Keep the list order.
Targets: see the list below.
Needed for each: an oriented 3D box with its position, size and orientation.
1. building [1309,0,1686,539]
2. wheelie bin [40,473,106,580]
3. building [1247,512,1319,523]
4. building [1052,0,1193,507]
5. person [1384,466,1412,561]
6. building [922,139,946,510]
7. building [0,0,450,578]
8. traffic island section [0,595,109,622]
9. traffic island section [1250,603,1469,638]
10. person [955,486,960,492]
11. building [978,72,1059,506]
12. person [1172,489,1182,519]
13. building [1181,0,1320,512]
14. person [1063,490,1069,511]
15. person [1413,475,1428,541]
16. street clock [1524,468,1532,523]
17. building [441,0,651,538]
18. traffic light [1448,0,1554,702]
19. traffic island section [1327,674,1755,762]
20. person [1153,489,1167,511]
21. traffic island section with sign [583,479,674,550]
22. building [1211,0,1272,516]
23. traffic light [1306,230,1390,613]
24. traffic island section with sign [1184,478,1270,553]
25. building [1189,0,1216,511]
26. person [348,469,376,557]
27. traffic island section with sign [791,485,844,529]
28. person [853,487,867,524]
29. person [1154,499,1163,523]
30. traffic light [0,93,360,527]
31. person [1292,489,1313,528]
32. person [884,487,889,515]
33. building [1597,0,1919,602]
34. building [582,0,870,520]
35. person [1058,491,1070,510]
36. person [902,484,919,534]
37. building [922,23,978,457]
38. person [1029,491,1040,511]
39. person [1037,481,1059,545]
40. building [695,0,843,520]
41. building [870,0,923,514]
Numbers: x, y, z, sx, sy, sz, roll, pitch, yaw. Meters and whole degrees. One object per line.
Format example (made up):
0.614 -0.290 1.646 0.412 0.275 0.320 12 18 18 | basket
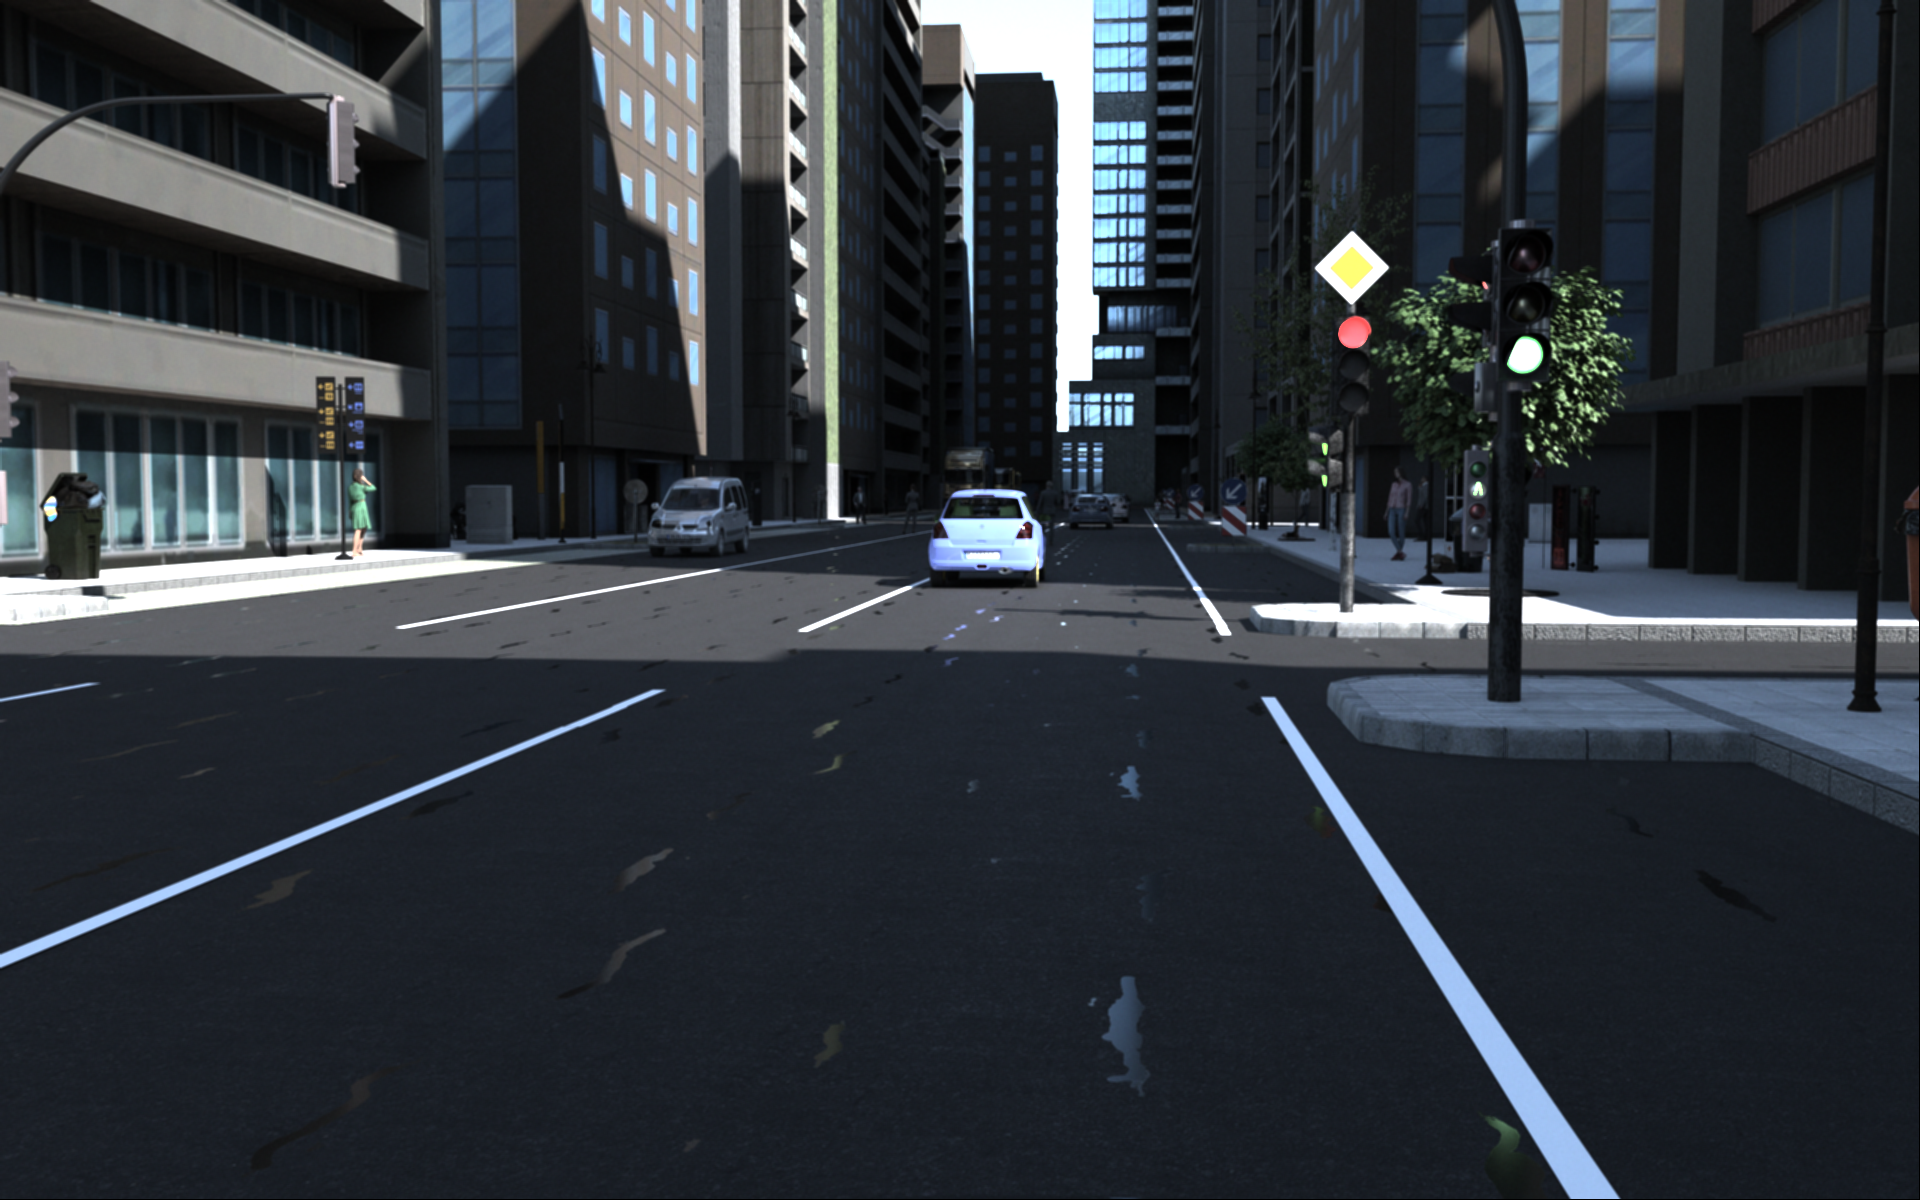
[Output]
19.020 -24.759 54.914 14.600 45.320 14.200 0 4 6 | building
-13.269 -1.106 25.995 0.693 1.594 0.980 0 4 7 | wheelie bin
23.267 -39.201 79.183 20.563 71.187 20.611 0 4 6 | building
25.973 -53.321 184.468 31.000 86.520 22.319 0 4 6 | building
8.455 -1.678 33.482 0.555 1.821 0.388 3 4 37 | person
-8.848 -22.506 139.678 14.160 30.474 14.107 0 4 6 | building
-23.849 -24.888 30.618 21.300 48.544 21.600 0 4 6 | building
-11.457 0.120 20.322 2.009 0.180 2.903 0 4 6 | traffic island section
4.204 0.217 18.738 2.009 0.180 2.903 0 4 6 | traffic island section
0.049 -4.237 78.055 0.573 1.790 0.520 -1 4 -8 | person
3.161 -32.701 184.767 14.200 45.320 14.600 0 4 6 | building
12.477 -5.542 99.833 0.721 1.743 1.217 -1 4 -17 | person
30.839 -43.919 156.329 20.563 71.187 20.611 0 4 6 | building
9.108 -8.497 148.098 0.551 1.740 0.621 -3 5 -42 | person
12.577 -2.497 47.056 0.473 1.802 0.592 3 5 44 | person
13.642 -2.296 42.117 0.471 2.002 0.358 1 4 17 | street clock
-16.935 -24.847 56.359 14.600 45.320 14.200 0 4 6 | building
1.271 -2.207 10.752 4.771 5.953 1.251 0 4 6 | traffic light
3.400 0.703 10.793 2.009 0.180 2.903 0 4 6 | traffic island section
16.804 -8.332 144.746 1.348 1.823 0.705 2 4 28 | person
-8.593 -2.243 45.306 1.989 1.847 2.006 0 4 6 | traffic island section with sign
26.927 -34.791 110.839 21.231 58.520 28.212 0 4 6 | building
4.165 -1.817 18.628 0.839 4.253 0.868 0 4 6 | traffic light
6.702 -2.125 43.364 1.989 1.847 2.006 0 4 6 | traffic island section with sign
29.257 -31.327 135.895 21.300 48.544 21.600 0 4 6 | building
-12.269 -1.774 35.298 0.600 1.795 0.529 1 4 20 | person
-5.883 -3.884 72.125 1.989 1.847 2.006 0 4 6 | traffic island section with sign
-4.643 -4.416 81.091 0.661 1.777 0.834 -2 4 -27 | person
9.887 -4.450 86.279 0.505 1.210 0.382 1 4 17 | person
-9.328 -2.773 20.008 4.771 5.953 1.251 0 4 6 | traffic light
12.897 -3.622 65.110 0.795 1.843 0.661 1 4 15 | person
-4.598 -6.078 106.126 0.721 1.735 1.217 0 4 -4 | person
24.902 -22.583 23.860 28.867 44.769 22.147 0 4 6 | building
-12.921 -27.708 103.144 14.600 45.320 14.200 0 4 6 | building
9.396 -9.100 158.072 1.217 1.735 0.721 0 4 2 | person
-1.759 -3.261 62.094 0.520 1.790 0.573 -2 4 -29 | person
-6.267 -31.438 164.127 14.200 45.320 14.600 0 4 6 | building
6.520 -8.505 148.273 1.217 1.743 0.721 1 4 10 | person
2.479 -2.476 49.163 0.661 1.801 0.590 -1 4 -11 | person
-14.013 -24.628 86.264 14.154 41.232 14.086 0 4 6 | building
-14.502 -30.426 121.162 21.300 48.544 21.600 0 4 6 | building
